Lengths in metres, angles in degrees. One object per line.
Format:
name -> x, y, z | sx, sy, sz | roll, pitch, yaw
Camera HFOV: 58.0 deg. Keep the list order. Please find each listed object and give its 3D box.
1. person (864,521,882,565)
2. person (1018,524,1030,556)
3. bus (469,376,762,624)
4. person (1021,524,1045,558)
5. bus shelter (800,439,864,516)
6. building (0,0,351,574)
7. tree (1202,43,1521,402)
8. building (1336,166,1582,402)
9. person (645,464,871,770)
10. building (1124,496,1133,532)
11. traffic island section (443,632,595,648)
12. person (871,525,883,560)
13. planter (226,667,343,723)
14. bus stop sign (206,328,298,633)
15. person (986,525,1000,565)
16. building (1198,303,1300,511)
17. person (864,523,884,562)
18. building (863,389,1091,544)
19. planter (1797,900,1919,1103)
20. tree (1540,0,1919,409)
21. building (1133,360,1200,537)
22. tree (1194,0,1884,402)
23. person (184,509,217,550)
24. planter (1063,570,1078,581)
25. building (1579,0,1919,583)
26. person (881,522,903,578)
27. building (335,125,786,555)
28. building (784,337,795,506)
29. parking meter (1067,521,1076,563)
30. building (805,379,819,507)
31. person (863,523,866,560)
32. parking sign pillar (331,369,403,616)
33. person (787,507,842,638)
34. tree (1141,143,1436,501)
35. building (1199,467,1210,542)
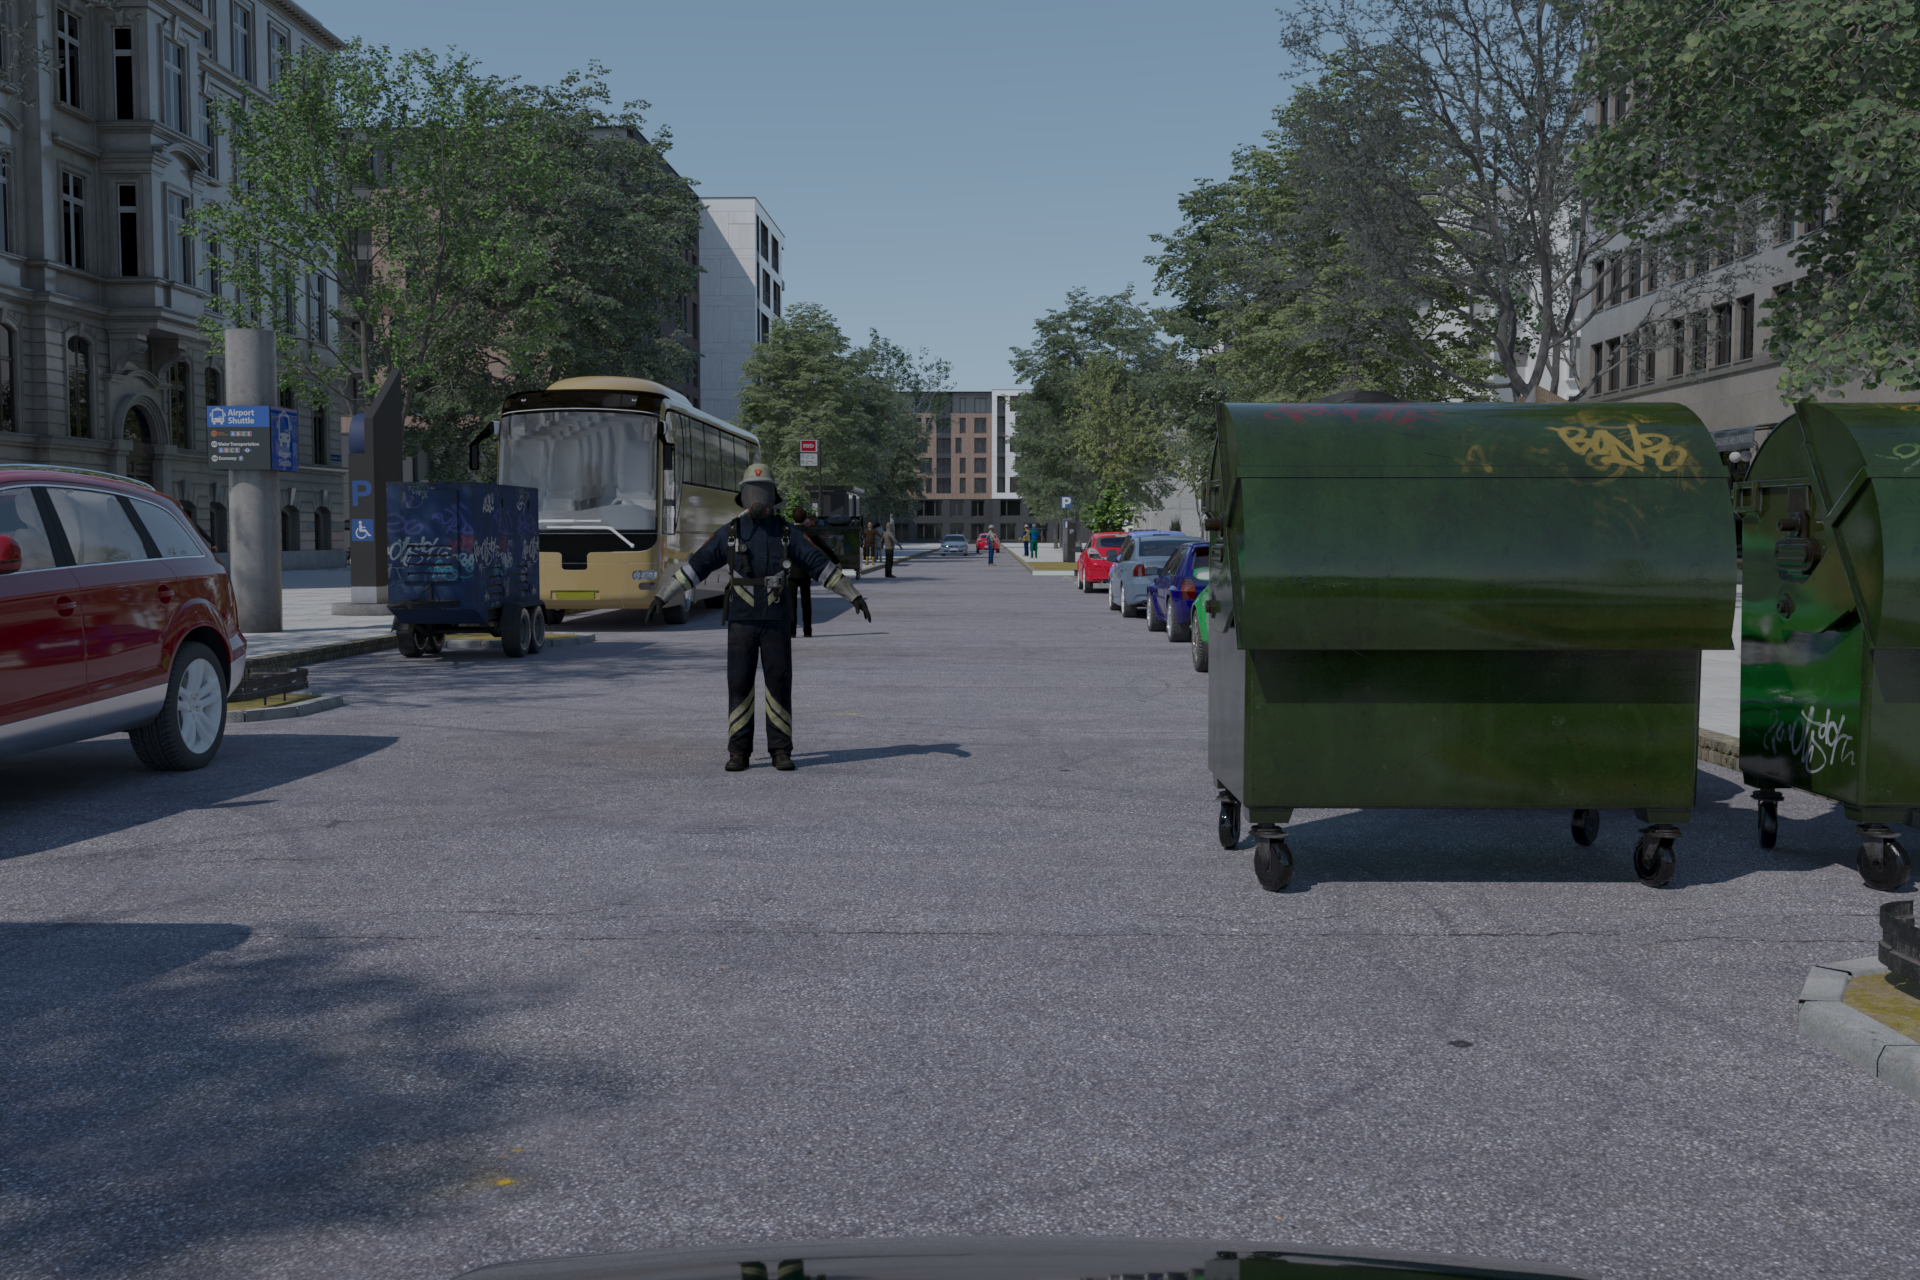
person -> -3.719, -4.010, 71.699 | 1.346, 1.812, 0.704 | 0, 4, 6
person -> 3.780, -5.717, 99.440 | 0.705, 1.833, 1.349 | 2, 4, 31
bus -> -5.499, -2.398, 30.749 | 2.896, 3.916, 12.252 | 0, 4, 1
person -> 3.880, -5.204, 91.214 | 1.347, 1.817, 0.704 | -1, 4, -22
bus shelter -> -5.617, -6.012, 75.929 | 2.179, 5.291, 8.768 | 0, 4, 1
building -> -28.699, -14.021, 48.329 | 14.460, 24.649, 34.723 | 0, 4, 1
tree -> 9.229, -7.524, 41.142 | 7.486, 12.596, 7.792 | 0, 3, 0
building -> 25.808, -14.631, 95.631 | 16.016, 20.090, 11.380 | 0, 4, 1
person -> -1.219, -0.140, 10.519 | 1.354, 1.856, 0.705 | 0, 4, -5
building -> 24.942, -17.377, 226.264 | 9.099, 9.664, 28.070 | 0, 4, 1
traffic island section -> -5.909, 0.002, 22.835 | 1.991, 0.108, 1.994 | 0, 4, 2
person -> -4.246, -4.844, 85.924 | 1.216, 1.740, 0.721 | 0, 4, -5
planter -> -6.154, 0.437, 13.990 | 1.991, 0.319, 1.994 | 0, 4, 2
bus stop sign -> -9.191, -2.051, 22.551 | 0.837, 3.901, 0.837 | 0, 4, 2
person -> 1.456, -4.329, 79.091 | 0.705, 1.847, 1.347 | -1, 4, -22
building -> 24.969, -17.502, 142.576 | 16.016, 20.090, 11.380 | 0, 4, 1
person -> -3.744, -4.470, 79.270 | 1.347, 1.806, 0.705 | 0, 4, -3
building -> 2.273, -25.085, 256.568 | 32.646, 21.610, 27.936 | 0, 4, 0
planter -> 3.408, 1.012, 4.598 | 1.991, 0.319, 1.994 | 0, 3, 0
tree -> 9.314, -6.584, 14.297 | 9.857, 13.997, 8.962 | 0, 3, 0
building -> 28.071, -19.464, 184.695 | 16.747, 18.905, 31.486 | 0, 4, 1
tree -> 9.433, -7.219, 28.405 | 12.009, 13.543, 11.850 | 0, 3, 0
person -> -16.843, -1.940, 37.761 | 1.345, 1.823, 0.704 | -3, 5, -45
planter -> 4.243, -2.026, 54.264 | 1.991, 0.319, 1.994 | 0, 4, 1
building -> 29.749, -14.458, 38.553 | 24.374, 26.755, 37.873 | 0, 4, 1
person -> -2.298, -2.960, 56.978 | 0.705, 1.813, 1.348 | -2, 4, -32
building -> -26.370, -15.871, 103.472 | 27.936, 21.610, 32.646 | 0, 4, 2
building -> -22.451, -18.613, 135.244 | 19.493, 23.208, 18.063 | 0, 4, 2
parking meter -> 4.995, -4.382, 77.360 | 0.399, 1.863, 0.255 | 0, 4, 1
building -> -24.550, -20.071, 194.623 | 16.747, 18.905, 31.486 | 0, 4, 1
person -> -4.725, -4.813, 84.627 | 1.347, 1.837, 0.705 | 2, 4, 30
parking sign pillar -> -9.328, -2.399, 27.690 | 1.447, 3.967, 1.447 | 0, 4, 2
person -> -2.240, -0.938, 23.981 | 1.347, 1.806, 0.705 | -2, 4, -24
tree -> 10.427, -9.095, 55.356 | 9.857, 13.997, 8.962 | 0, 3, 0
building -> 21.794, -10.459, 113.147 | 9.099, 9.664, 28.070 | 0, 4, 1
